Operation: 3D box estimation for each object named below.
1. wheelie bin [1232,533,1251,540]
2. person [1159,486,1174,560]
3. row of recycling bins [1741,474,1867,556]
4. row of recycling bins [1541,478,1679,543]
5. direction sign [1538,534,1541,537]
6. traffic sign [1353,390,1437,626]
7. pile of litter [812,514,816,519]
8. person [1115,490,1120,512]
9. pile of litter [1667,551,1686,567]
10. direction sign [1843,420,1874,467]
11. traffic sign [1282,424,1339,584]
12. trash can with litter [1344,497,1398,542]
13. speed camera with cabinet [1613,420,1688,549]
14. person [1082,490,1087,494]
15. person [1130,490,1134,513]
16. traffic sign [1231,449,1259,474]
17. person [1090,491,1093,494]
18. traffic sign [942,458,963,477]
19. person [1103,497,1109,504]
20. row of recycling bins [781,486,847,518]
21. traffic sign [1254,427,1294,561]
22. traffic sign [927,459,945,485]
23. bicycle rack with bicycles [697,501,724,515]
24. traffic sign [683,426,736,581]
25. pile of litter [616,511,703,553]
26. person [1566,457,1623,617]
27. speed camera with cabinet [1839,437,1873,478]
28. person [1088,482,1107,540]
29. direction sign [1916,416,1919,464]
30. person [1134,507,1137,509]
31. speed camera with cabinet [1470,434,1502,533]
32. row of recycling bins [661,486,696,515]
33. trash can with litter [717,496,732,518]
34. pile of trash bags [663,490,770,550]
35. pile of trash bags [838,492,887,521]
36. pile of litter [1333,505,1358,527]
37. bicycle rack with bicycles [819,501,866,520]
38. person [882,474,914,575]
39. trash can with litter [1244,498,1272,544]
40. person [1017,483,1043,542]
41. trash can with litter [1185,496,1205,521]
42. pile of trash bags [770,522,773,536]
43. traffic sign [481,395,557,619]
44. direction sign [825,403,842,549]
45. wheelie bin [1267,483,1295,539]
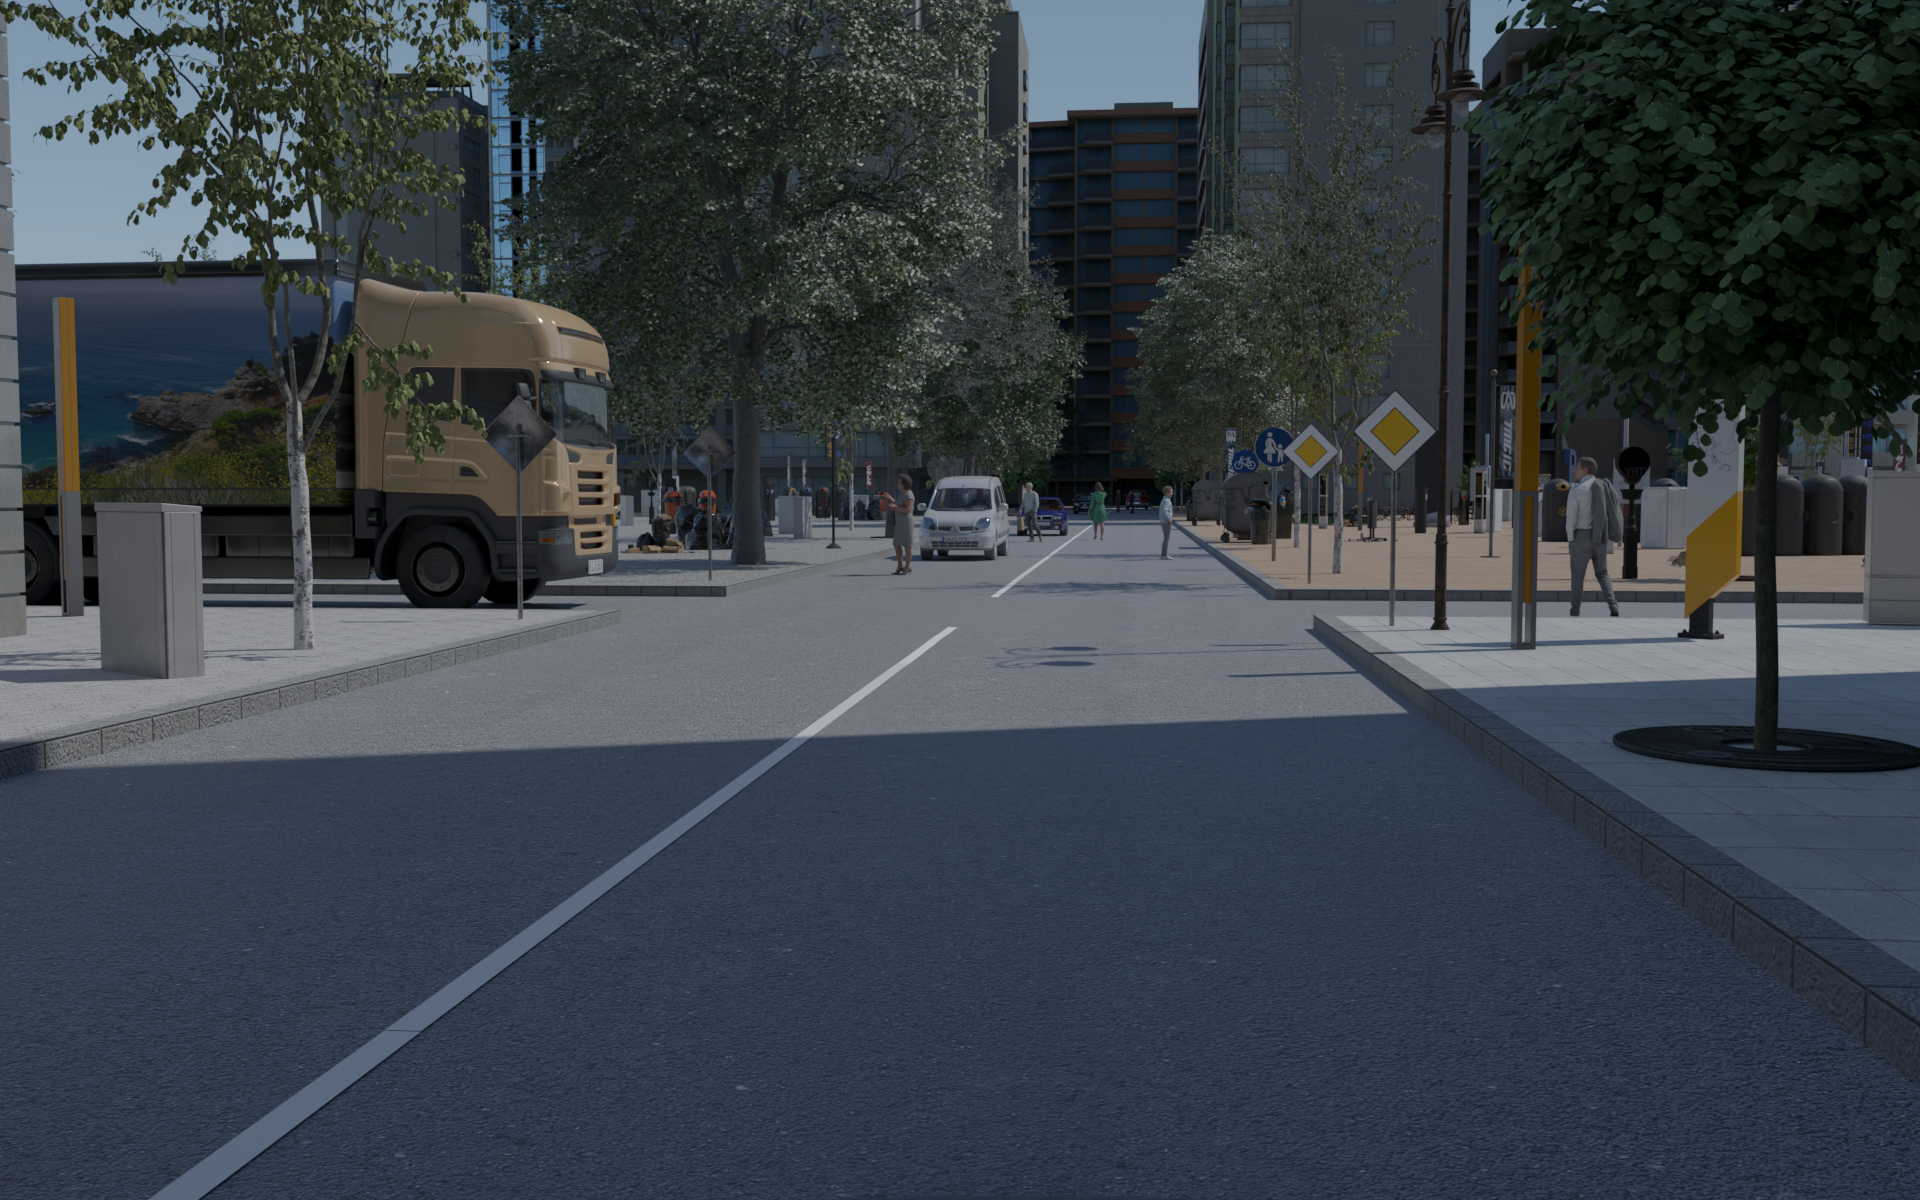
[{"bbox_3d":[8.317,-2.630,50.912,0.980,1.594,0.693,-1,4,-11],"label":"wheelie bin"},{"bbox_3d":[4.499,-1.674,37.686,0.330,1.601,0.589,1,4,8],"label":"person"},{"bbox_3d":[17.572,-1.781,36.235,3.534,1.692,1.069,-1,4,-14],"label":"row of recycling bins"},{"bbox_3d":[17.363,-2.395,46.270,3.534,1.692,1.069,2,4,29],"label":"row of recycling bins"},{"bbox_3d":[17.215,-3.658,51.804,0.379,3.537,0.876,1,4,11],"label":"direction sign"},{"bbox_3d":[4.199,-0.804,16.792,0.795,2.450,0.064,0,4,6],"label":"traffic sign"},{"bbox_3d":[-8.163,-4.685,90.563,1.719,0.858,1.176,-1,4,-22],"label":"pile of litter"},{"bbox_3d":[12.273,-7.696,134.874,0.434,1.755,0.990,0,4,-3],"label":"person"},{"bbox_3d":[13.206,-1.037,30.917,1.719,0.858,1.176,-3,5,-42],"label":"pile of litter"},{"bbox_3d":[26.438,-3.612,51.051,0.379,3.537,0.876,-2,4,-33],"label":"direction sign"},{"bbox_3d":[4.997,-1.290,24.737,0.795,2.450,0.064,0,4,6],"label":"traffic sign"},{"bbox_3d":[10.998,-2.193,46.906,1.678,1.210,2.233,1,4,22],"label":"trash can with litter"},{"bbox_3d":[16.372,-2.859,41.076,0.660,3.252,2.038,-1,4,-16],"label":"speed camera with cabinet"},{"bbox_3d":[11.401,-9.199,158.931,1.348,1.821,0.705,-1,4,-19],"label":"person"},{"bbox_3d":[12.704,-7.257,128.073,0.530,1.710,0.541,2,4,33],"label":"person"},{"bbox_3d":[8.109,-3.012,49.357,0.768,2.556,0.104,0,4,8],"label":"traffic sign"},{"bbox_3d":[12.810,-9.836,170.113,0.721,1.735,1.217,2,4,25],"label":"person"},{"bbox_3d":[-0.268,-3.729,61.069,0.768,2.556,0.104,1,4,12],"label":"traffic sign"},{"bbox_3d":[12.534,-8.587,152.156,1.065,1.426,0.557,0,4,-6],"label":"person"},{"bbox_3d":[-7.828,-5.241,92.800,3.534,1.692,1.069,-1,4,-10],"label":"row of recycling bins"},{"bbox_3d":[5.998,-2.015,33.044,0.768,2.556,0.104,1,4,13],"label":"traffic sign"},{"bbox_3d":[-0.817,-3.853,63.099,0.768,2.556,0.104,1,4,11],"label":"traffic sign"},{"bbox_3d":[-13.720,-5.070,96.275,2.925,0.926,2.852,2,4,29],"label":"bicycle rack with bicycles"},{"bbox_3d":[-3.701,-1.345,25.628,0.795,2.450,0.064,0,4,6],"label":"traffic sign"},{"bbox_3d":[-6.517,-1.456,37.772,1.719,0.858,1.176,1,4,15],"label":"pile of litter"},{"bbox_3d":[6.860,-0.620,18.742,0.679,1.850,0.850,-1,4,-16],"label":"person"},{"bbox_3d":[22.085,-2.970,42.901,0.660,3.252,2.038,2,4,31],"label":"speed camera with cabinet"},{"bbox_3d":[4.320,-2.772,54.073,0.600,1.795,0.529,-1,4,-14],"label":"person"},{"bbox_3d":[25.161,-3.232,44.837,0.379,3.537,0.876,-2,4,-24],"label":"direction sign"},{"bbox_3d":[16.735,-9.540,165.214,1.217,1.736,0.721,1,4,10],"label":"person"},{"bbox_3d":[17.521,-3.873,57.658,0.660,3.252,2.038,2,4,31],"label":"speed camera with cabinet"},{"bbox_3d":[-13.846,-4.769,85.082,1.069,1.692,3.534,1,4,13],"label":"row of recycling bins"},{"bbox_3d":[-12.458,-5.043,93.505,2.233,1.210,1.678,2,4,25],"label":"trash can with litter"},{"bbox_3d":[-5.855,-1.930,41.307,1.912,1.369,3.447,-1,4,-16],"label":"pile of trash bags"},{"bbox_3d":[-4.432,-4.539,83.965,1.912,1.369,3.447,-3,4,-37],"label":"pile of trash bags"},{"bbox_3d":[15.192,-3.295,67.846,1.176,0.858,1.719,2,4,23],"label":"pile of litter"},{"bbox_3d":[-6.047,-4.562,87.968,2.852,0.926,2.925,0,4,0],"label":"bicycle rack with bicycles"},{"bbox_3d":[-1.102,-1.332,30.643,0.532,1.782,0.716,-1,4,-20],"label":"person"},{"bbox_3d":[7.670,-2.005,44.171,0.624,1.170,1.055,2,4,25],"label":"trash can with litter"},{"bbox_3d":[2.065,-2.617,51.767,0.782,1.767,0.515,3,5,40],"label":"person"},{"bbox_3d":[11.149,-4.298,81.658,1.055,1.170,0.624,2,4,27],"label":"trash can with litter"},{"bbox_3d":[-7.387,-2.577,51.890,3.447,1.369,1.912,-3,5,-44],"label":"pile of trash bags"},{"bbox_3d":[-4.499,-0.859,17.683,0.795,2.450,0.064,0,4,6],"label":"traffic sign"},{"bbox_3d":[-2.984,-2.983,40.769,0.379,3.537,0.876,1,4,18],"label":"direction sign"},{"bbox_3d":[9.187,-2.556,49.698,0.693,1.594,0.980,-1,4,-18],"label":"wheelie bin"}]
